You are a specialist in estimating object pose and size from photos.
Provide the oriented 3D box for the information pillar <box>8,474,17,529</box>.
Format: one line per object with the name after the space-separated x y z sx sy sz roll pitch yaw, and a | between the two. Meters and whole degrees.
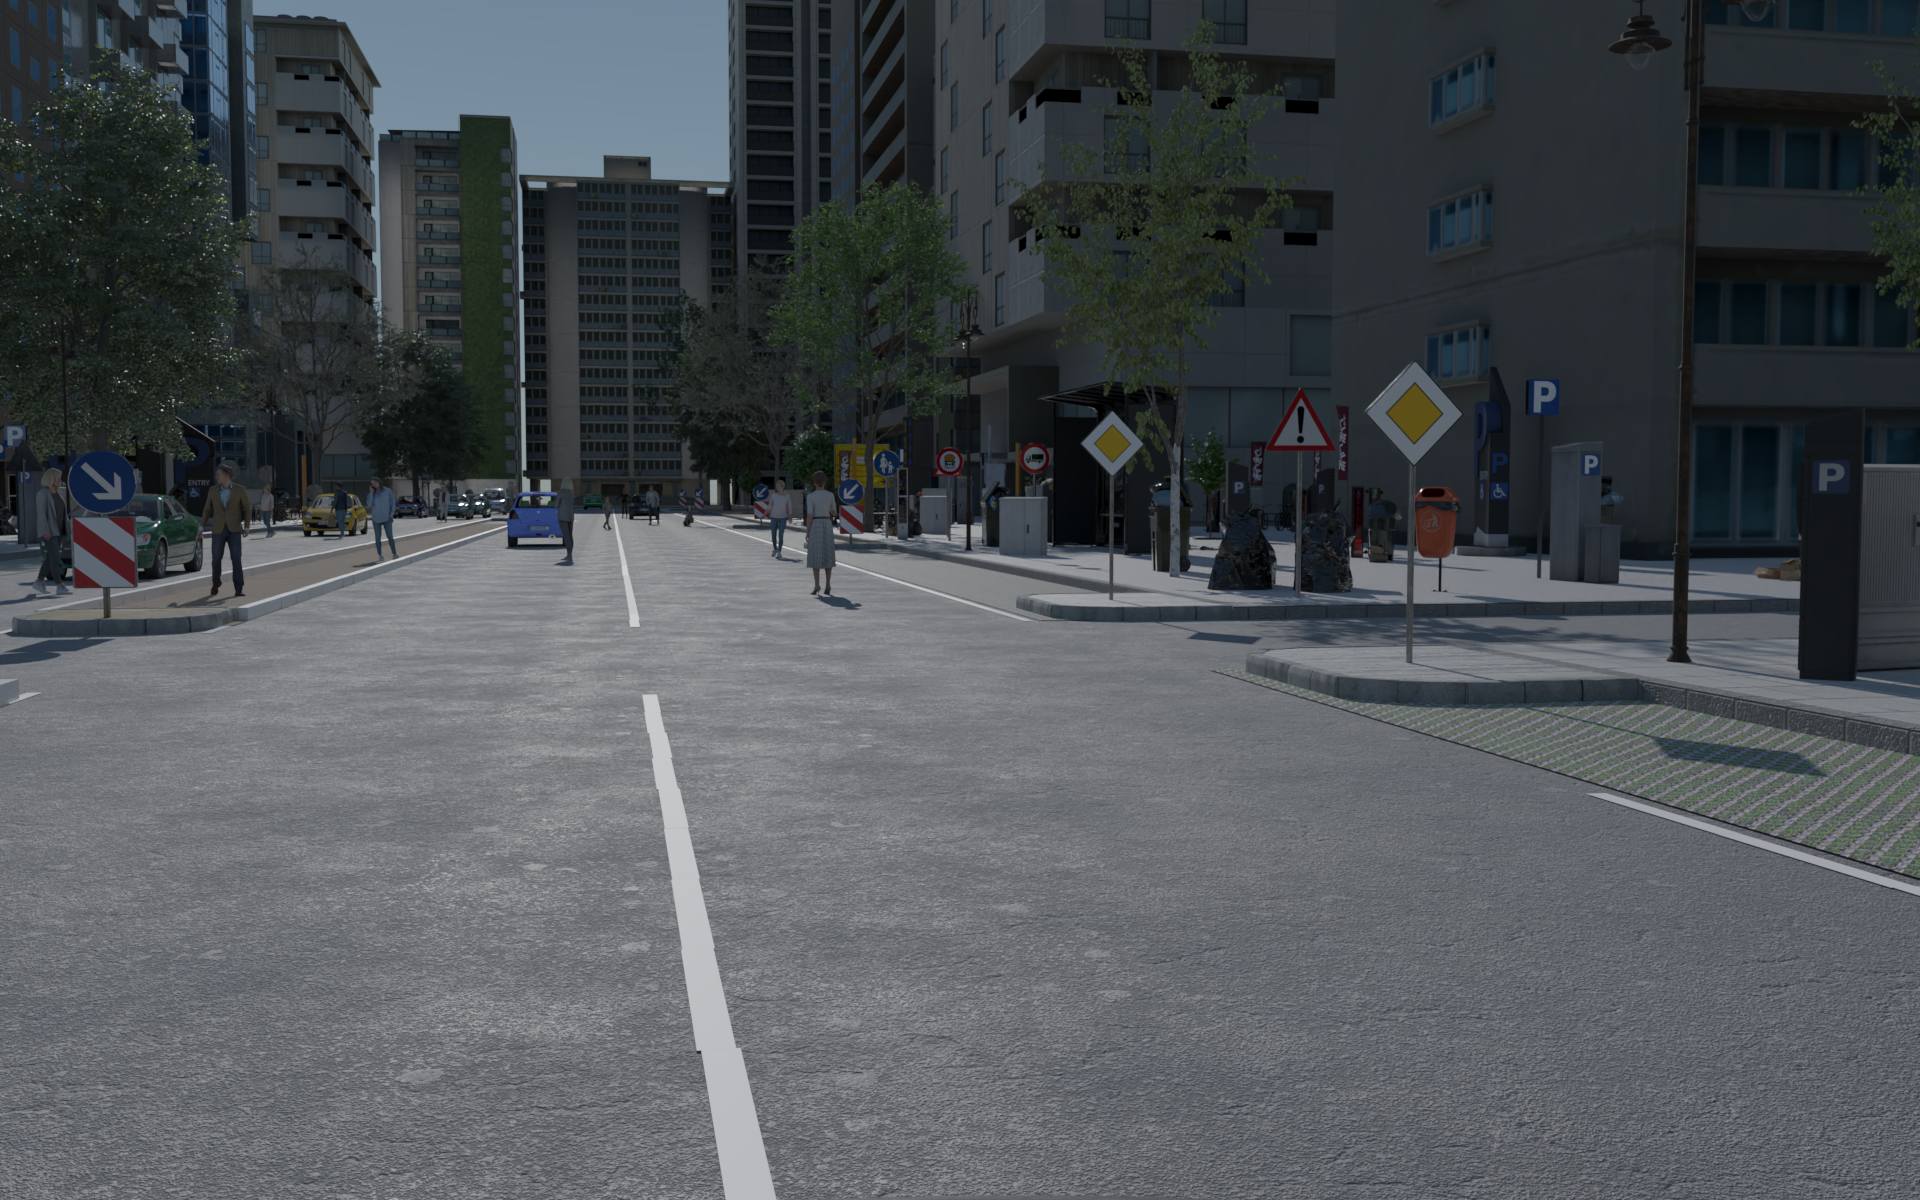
-35.218 -3.671 64.509 0.304 2.012 0.304 -1 4 -11 | information pillar

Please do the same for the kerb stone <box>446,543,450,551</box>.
-12.883 -1.283 43.172 0.120 0.150 1.000 -1 4 -11 | kerb stone

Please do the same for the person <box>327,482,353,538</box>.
-20.313 -2.947 56.670 0.794 1.824 0.713 -3 5 -42 | person

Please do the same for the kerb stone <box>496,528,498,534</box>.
-16.548 -2.393 61.320 0.120 0.150 1.000 -1 4 -11 | kerb stone

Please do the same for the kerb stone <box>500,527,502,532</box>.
-16.948 -2.516 63.325 0.120 0.150 1.000 -1 4 -11 | kerb stone

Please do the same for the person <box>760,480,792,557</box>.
-4.188 -1.851 39.428 0.731 1.740 0.598 0 4 -5 | person

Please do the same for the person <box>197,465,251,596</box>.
-10.318 -0.971 24.283 0.656 1.842 0.836 -3 5 -45 | person

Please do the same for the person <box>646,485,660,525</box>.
-14.442 -4.470 81.425 0.661 1.843 0.795 1 4 12 | person

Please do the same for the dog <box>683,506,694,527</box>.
-11.971 -3.648 76.486 0.513 0.831 0.800 0 4 7 | dog

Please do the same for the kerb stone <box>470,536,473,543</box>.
-14.300 -1.715 50.235 0.120 0.150 1.000 -1 4 -11 | kerb stone

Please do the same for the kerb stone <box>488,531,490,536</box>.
-15.724 -2.146 57.289 0.120 0.150 1.000 -1 4 -11 | kerb stone

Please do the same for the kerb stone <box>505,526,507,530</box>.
-17.551 -2.700 66.338 0.120 0.150 1.000 -1 4 -11 | kerb stone

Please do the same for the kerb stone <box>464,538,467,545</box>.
-13.894 -1.588 48.217 0.120 0.150 1.000 -1 4 -11 | kerb stone

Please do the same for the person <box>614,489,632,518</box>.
-19.959 -5.742 102.911 1.217 1.766 0.721 0 4 6 | person

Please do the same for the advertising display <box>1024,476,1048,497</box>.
2.687 -3.439 61.444 0.974 1.923 0.123 3 5 41 | advertising display

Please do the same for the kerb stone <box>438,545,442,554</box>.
-12.476 -1.159 41.168 0.120 0.150 1.000 -1 4 -11 | kerb stone

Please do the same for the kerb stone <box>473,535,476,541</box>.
-14.510 -1.776 51.243 0.120 0.150 1.000 -1 4 -11 | kerb stone

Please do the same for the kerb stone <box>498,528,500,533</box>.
-16.742 -2.452 62.324 0.120 0.150 1.000 -1 4 -11 | kerb stone

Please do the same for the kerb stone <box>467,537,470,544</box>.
-14.099 -1.653 49.233 0.120 0.150 1.000 -1 4 -11 | kerb stone

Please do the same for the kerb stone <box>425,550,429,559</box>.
-11.867 -0.977 38.162 0.120 0.150 1.000 -1 4 -11 | kerb stone

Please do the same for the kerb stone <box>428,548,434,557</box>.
-12.060 -1.038 39.166 0.120 0.150 1.000 -1 4 -11 | kerb stone

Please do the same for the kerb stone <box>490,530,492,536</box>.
-15.930 -2.208 58.293 0.120 0.150 1.000 -1 4 -11 | kerb stone

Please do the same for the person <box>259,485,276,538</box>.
-22.609 -2.901 56.602 0.731 1.740 0.598 1 4 20 | person

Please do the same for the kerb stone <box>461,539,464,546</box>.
-13.688 -1.530 47.215 0.120 0.150 1.000 -1 4 -11 | kerb stone

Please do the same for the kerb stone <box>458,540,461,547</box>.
-13.495 -1.468 46.208 0.120 0.150 1.000 -1 4 -11 | kerb stone

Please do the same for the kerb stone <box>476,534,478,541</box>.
-14.719 -1.837 52.249 0.120 0.150 1.000 -1 4 -11 | kerb stone

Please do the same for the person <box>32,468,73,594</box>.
-12.996 -0.991 24.879 0.728 1.800 0.709 1 4 11 | person

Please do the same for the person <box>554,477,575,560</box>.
-8.621 -1.771 37.636 0.526 1.800 0.537 3 5 40 | person

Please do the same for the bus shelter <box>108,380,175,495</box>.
-29.196 -5.181 62.335 2.179 5.291 8.768 -1 4 -11 | bus shelter

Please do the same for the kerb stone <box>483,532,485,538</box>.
-15.325 -2.019 55.261 0.120 0.150 1.000 -1 4 -11 | kerb stone

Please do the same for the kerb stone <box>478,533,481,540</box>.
-14.912 -1.900 53.257 0.120 0.150 1.000 -1 4 -11 | kerb stone

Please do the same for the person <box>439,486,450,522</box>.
-26.363 -4.901 88.501 0.514 1.842 0.818 -2 4 -28 | person

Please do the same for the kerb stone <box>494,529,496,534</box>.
-16.336 -2.329 60.309 0.120 0.150 1.000 -1 4 -11 | kerb stone

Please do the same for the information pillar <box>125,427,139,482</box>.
-27.329 -4.023 57.137 0.504 3.616 0.183 1 4 17 | information pillar

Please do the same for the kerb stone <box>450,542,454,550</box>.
-13.086 -1.345 44.190 0.120 0.150 1.000 -1 4 -11 | kerb stone

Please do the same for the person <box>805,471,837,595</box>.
-2.002 -0.958 24.730 0.480 1.755 0.524 -2 4 -28 | person

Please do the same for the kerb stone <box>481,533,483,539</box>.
-15.114 -1.961 54.260 0.120 0.150 1.000 -1 4 -11 | kerb stone

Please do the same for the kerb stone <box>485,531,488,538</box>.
-15.526 -2.084 56.269 0.120 0.150 1.000 -1 4 -11 | kerb stone

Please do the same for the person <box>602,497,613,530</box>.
-14.276 -3.513 70.203 0.640 1.303 0.475 3 4 36 | person

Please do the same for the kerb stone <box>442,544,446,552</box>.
-12.679 -1.222 42.170 0.120 0.150 1.000 -1 4 -11 | kerb stone

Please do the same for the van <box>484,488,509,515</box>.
-32.105 -6.875 119.425 2.013 2.044 4.112 -1 4 -13 | van

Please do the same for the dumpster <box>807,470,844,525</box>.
-5.500 -4.230 71.651 1.502 2.255 1.985 -1 4 -12 | dumpster

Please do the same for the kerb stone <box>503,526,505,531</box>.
-17.353 -2.639 65.335 0.120 0.150 1.000 -1 4 -11 | kerb stone

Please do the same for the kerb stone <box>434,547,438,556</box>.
-12.268 -1.099 40.167 0.120 0.150 1.000 -1 4 -11 | kerb stone

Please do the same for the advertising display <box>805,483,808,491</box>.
-8.305 -5.477 94.755 0.123 1.923 0.974 -1 4 -20 | advertising display

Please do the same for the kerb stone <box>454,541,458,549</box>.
-13.287 -1.402 45.208 0.120 0.150 1.000 -1 4 -11 | kerb stone

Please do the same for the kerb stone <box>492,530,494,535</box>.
-16.139 -2.269 59.296 0.120 0.150 1.000 -1 4 -11 | kerb stone

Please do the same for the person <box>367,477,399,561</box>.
-12.262 -1.717 36.844 0.793 1.790 0.793 -3 5 -41 | person

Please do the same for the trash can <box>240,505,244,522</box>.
-33.007 -4.127 79.128 0.748 1.137 0.748 0 3 0 | trash can

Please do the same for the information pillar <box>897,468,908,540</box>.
-1.618 -2.704 48.706 0.304 2.012 0.304 0 4 -5 | information pillar

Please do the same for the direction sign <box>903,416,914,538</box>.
-1.524 -3.587 50.643 0.379 3.537 0.876 -1 4 -18 | direction sign

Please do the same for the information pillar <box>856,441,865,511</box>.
-4.239 -4.958 72.416 0.504 3.616 0.183 -1 4 -19 | information pillar
